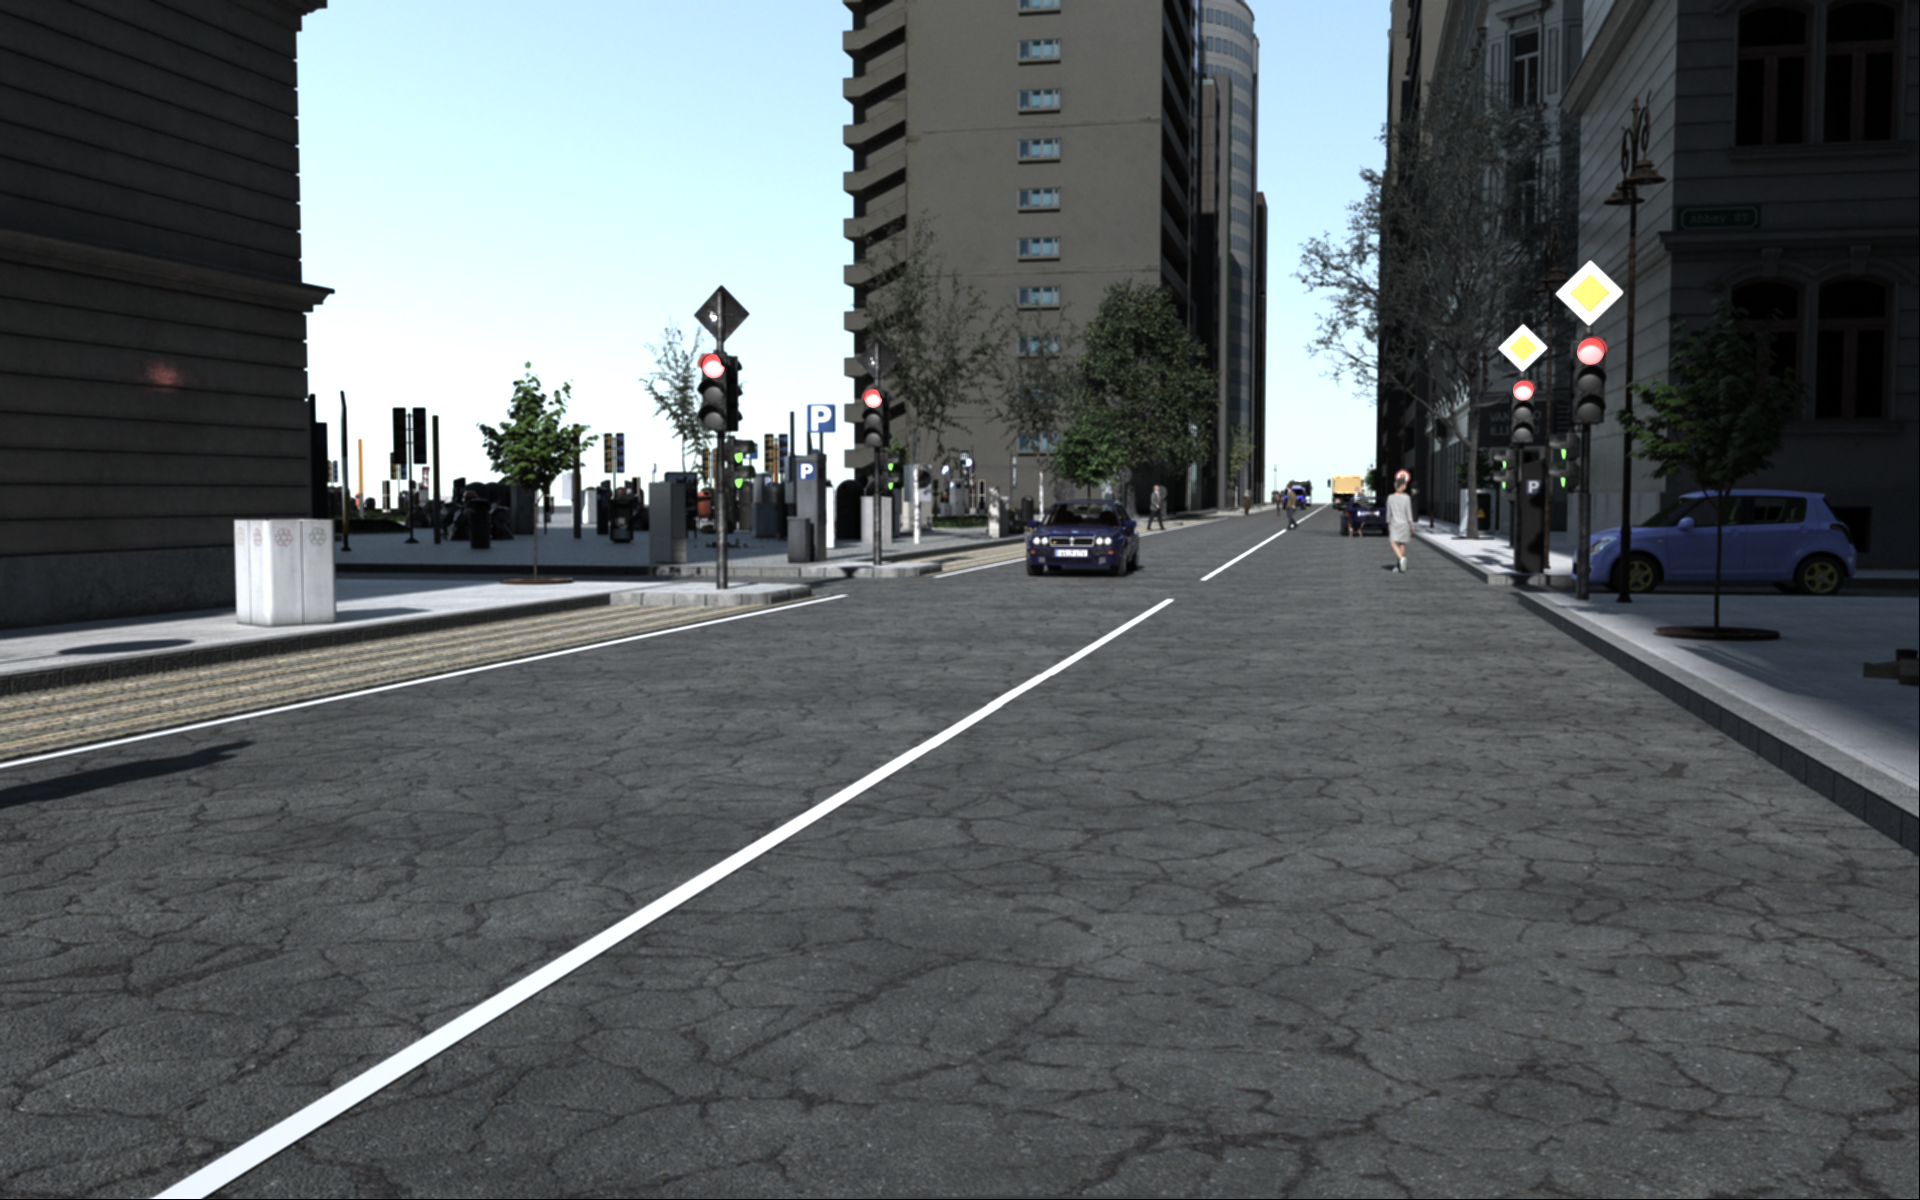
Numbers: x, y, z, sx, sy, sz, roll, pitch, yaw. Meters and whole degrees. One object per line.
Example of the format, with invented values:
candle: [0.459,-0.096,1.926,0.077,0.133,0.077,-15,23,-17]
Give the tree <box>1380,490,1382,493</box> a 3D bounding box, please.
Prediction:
tree: [47.257,-12.130,192.924,1.663,3.219,1.824,0,3,0]

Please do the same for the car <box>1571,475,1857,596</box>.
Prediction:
car: [10.679,-0.923,24.682,3.694,1.707,1.945,1,4,12]

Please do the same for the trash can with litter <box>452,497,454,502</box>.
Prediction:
trash can with litter: [-26.196,-4.941,91.840,1.678,1.210,2.233,-1,4,-13]

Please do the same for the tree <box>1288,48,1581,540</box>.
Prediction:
tree: [14.406,-8.464,48.763,12.009,13.543,11.850,0,3,0]

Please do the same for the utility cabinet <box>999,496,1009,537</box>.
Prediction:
utility cabinet: [1.189,-2.513,52.245,0.306,1.237,1.020,-1,4,-16]

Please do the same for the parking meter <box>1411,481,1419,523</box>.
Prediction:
parking meter: [20.532,-4.434,78.203,0.255,1.863,0.399,2,4,34]

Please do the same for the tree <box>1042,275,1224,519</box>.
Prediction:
tree: [9.060,-10.626,90.735,9.611,12.733,9.660,0,3,0]

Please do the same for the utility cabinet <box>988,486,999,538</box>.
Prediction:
utility cabinet: [0.965,-2.553,50.417,0.318,1.500,1.173,0,4,-1]

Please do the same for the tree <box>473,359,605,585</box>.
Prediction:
tree: [-6.261,-1.861,25.026,1.663,3.219,1.824,0,3,0]

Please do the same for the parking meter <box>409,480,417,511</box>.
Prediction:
parking meter: [-23.062,-4.116,73.004,0.255,1.863,0.399,-2,4,-28]

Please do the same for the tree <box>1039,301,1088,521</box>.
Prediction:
tree: [2.809,-6.887,62.957,4.360,8.622,3.978,0,3,0]

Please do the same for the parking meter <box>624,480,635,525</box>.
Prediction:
parking meter: [-13.749,-4.061,72.115,0.399,1.863,0.255,0,4,-4]

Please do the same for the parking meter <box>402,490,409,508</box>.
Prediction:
parking meter: [-33.876,-5.959,105.845,0.372,1.533,0.369,0,3,0]

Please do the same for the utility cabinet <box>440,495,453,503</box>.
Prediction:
utility cabinet: [-22.690,-4.007,76.676,1.020,1.237,0.306,2,4,29]

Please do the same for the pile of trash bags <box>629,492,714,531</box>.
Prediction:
pile of trash bags: [-10.123,-3.175,61.659,1.912,1.369,3.447,2,4,35]

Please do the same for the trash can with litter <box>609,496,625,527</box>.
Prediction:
trash can with litter: [-13.688,-3.467,67.737,1.678,1.210,2.233,0,4,5]

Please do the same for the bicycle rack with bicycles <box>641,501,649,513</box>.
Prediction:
bicycle rack with bicycles: [-16.036,-4.649,89.386,2.852,0.926,2.925,-1,4,-18]

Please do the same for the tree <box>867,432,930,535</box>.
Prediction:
tree: [-2.153,-3.652,54.304,1.663,3.219,1.824,0,3,0]

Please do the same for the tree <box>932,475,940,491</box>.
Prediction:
tree: [-2.149,-6.042,93.386,1.663,3.219,1.824,0,3,0]

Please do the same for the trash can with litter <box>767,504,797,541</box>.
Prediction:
trash can with litter: [-4.379,-2.221,47.369,1.678,1.210,2.233,-3,4,-37]

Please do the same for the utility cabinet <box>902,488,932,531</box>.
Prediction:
utility cabinet: [-1.450,-3.078,59.007,0.318,1.500,1.173,3,5,41]

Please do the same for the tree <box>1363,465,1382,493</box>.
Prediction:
tree: [45.661,-12.589,189.540,4.285,4.588,4.351,0,3,0]

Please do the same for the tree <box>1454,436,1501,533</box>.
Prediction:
tree: [17.238,-3.846,57.488,1.663,3.219,1.824,0,3,0]

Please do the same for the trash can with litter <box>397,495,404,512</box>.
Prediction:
trash can with litter: [-29.306,-4.822,89.905,1.678,1.210,2.233,1,4,11]

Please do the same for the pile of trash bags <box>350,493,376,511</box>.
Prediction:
pile of trash bags: [-39.369,-6.357,113.689,1.912,1.369,3.447,-1,4,-17]

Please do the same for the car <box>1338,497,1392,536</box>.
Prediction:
car: [14.175,-2.924,60.392,1.945,1.354,3.894,1,4,11]

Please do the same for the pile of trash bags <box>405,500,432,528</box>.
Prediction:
pile of trash bags: [-19.704,-3.480,66.650,1.912,1.369,3.447,1,4,20]

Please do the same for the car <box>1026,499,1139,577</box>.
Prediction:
car: [2.256,-1.148,31.346,1.945,1.354,3.894,1,4,11]

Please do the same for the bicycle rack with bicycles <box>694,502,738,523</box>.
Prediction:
bicycle rack with bicycles: [-11.313,-3.973,78.335,2.925,0.926,2.852,3,5,40]

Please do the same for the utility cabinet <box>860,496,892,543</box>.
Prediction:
utility cabinet: [-2.202,-2.113,45.704,0.306,1.237,1.020,-3,5,-40]

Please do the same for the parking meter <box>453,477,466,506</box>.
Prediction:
parking meter: [-17.491,-3.354,60.542,0.255,1.863,0.399,3,4,37]

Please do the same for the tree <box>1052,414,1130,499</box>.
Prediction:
tree: [5.294,-5.348,71.157,4.285,4.588,4.351,0,3,0]

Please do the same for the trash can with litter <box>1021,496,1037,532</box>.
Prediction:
trash can with litter: [1.945,-2.932,58.993,2.233,1.210,1.678,-3,5,-41]

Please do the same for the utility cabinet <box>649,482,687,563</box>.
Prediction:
utility cabinet: [-5.441,-1.443,32.268,0.318,1.500,1.173,-2,4,-30]

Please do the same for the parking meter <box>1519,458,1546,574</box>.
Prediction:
parking meter: [9.265,-1.367,28.066,0.399,1.863,0.255,1,4,16]

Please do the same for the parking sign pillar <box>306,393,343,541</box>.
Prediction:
parking sign pillar: [-17.600,-3.587,47.114,1.447,3.967,1.447,-2,4,-35]

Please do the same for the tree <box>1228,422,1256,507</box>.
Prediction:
tree: [27.677,-13.717,174.635,4.737,8.622,4.395,0,3,0]

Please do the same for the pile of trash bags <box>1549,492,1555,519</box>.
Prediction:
pile of trash bags: [17.911,-2.430,49.478,1.912,1.369,3.447,-3,5,-42]

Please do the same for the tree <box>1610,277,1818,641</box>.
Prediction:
tree: [6.711,-1.285,15.608,1.663,3.219,1.824,0,3,0]

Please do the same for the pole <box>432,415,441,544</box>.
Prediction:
pole: [-13.562,-3.120,44.853,0.158,3.312,0.155,0,3,0]

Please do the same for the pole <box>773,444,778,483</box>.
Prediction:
pole: [-7.579,-4.730,71.175,0.158,3.312,0.155,0,3,0]

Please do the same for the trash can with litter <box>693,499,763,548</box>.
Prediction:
trash can with litter: [-5.634,-1.898,42.086,1.678,1.210,2.233,0,4,-7]

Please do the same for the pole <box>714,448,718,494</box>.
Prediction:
pole: [-10.756,-5.054,76.482,0.158,3.312,0.155,0,3,0]

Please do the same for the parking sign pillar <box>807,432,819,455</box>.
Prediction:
parking sign pillar: [-6.352,-5.288,74.930,1.447,3.967,1.447,0,4,0]

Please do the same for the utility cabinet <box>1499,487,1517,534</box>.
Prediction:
utility cabinet: [17.409,-2.778,54.093,0.318,1.500,1.173,-2,4,-34]

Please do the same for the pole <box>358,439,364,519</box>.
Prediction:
pole: [-22.101,-4.284,63.889,0.158,3.312,0.155,0,3,0]

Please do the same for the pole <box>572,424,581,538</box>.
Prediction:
pole: [-11.129,-3.452,50.287,0.158,3.312,0.155,0,3,0]

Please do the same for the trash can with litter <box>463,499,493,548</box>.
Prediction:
trash can with litter: [-11.412,-1.814,41.043,0.624,1.170,1.055,-1,4,-11]

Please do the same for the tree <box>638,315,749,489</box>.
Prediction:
tree: [-11.205,-7.444,72.076,4.360,8.622,3.978,0,3,0]

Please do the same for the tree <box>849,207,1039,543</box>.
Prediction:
tree: [-0.966,-5.764,44.599,4.360,8.622,3.978,0,3,0]

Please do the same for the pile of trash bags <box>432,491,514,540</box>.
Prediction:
pile of trash bags: [-13.925,-2.441,49.660,1.912,1.369,3.447,-1,4,-21]
